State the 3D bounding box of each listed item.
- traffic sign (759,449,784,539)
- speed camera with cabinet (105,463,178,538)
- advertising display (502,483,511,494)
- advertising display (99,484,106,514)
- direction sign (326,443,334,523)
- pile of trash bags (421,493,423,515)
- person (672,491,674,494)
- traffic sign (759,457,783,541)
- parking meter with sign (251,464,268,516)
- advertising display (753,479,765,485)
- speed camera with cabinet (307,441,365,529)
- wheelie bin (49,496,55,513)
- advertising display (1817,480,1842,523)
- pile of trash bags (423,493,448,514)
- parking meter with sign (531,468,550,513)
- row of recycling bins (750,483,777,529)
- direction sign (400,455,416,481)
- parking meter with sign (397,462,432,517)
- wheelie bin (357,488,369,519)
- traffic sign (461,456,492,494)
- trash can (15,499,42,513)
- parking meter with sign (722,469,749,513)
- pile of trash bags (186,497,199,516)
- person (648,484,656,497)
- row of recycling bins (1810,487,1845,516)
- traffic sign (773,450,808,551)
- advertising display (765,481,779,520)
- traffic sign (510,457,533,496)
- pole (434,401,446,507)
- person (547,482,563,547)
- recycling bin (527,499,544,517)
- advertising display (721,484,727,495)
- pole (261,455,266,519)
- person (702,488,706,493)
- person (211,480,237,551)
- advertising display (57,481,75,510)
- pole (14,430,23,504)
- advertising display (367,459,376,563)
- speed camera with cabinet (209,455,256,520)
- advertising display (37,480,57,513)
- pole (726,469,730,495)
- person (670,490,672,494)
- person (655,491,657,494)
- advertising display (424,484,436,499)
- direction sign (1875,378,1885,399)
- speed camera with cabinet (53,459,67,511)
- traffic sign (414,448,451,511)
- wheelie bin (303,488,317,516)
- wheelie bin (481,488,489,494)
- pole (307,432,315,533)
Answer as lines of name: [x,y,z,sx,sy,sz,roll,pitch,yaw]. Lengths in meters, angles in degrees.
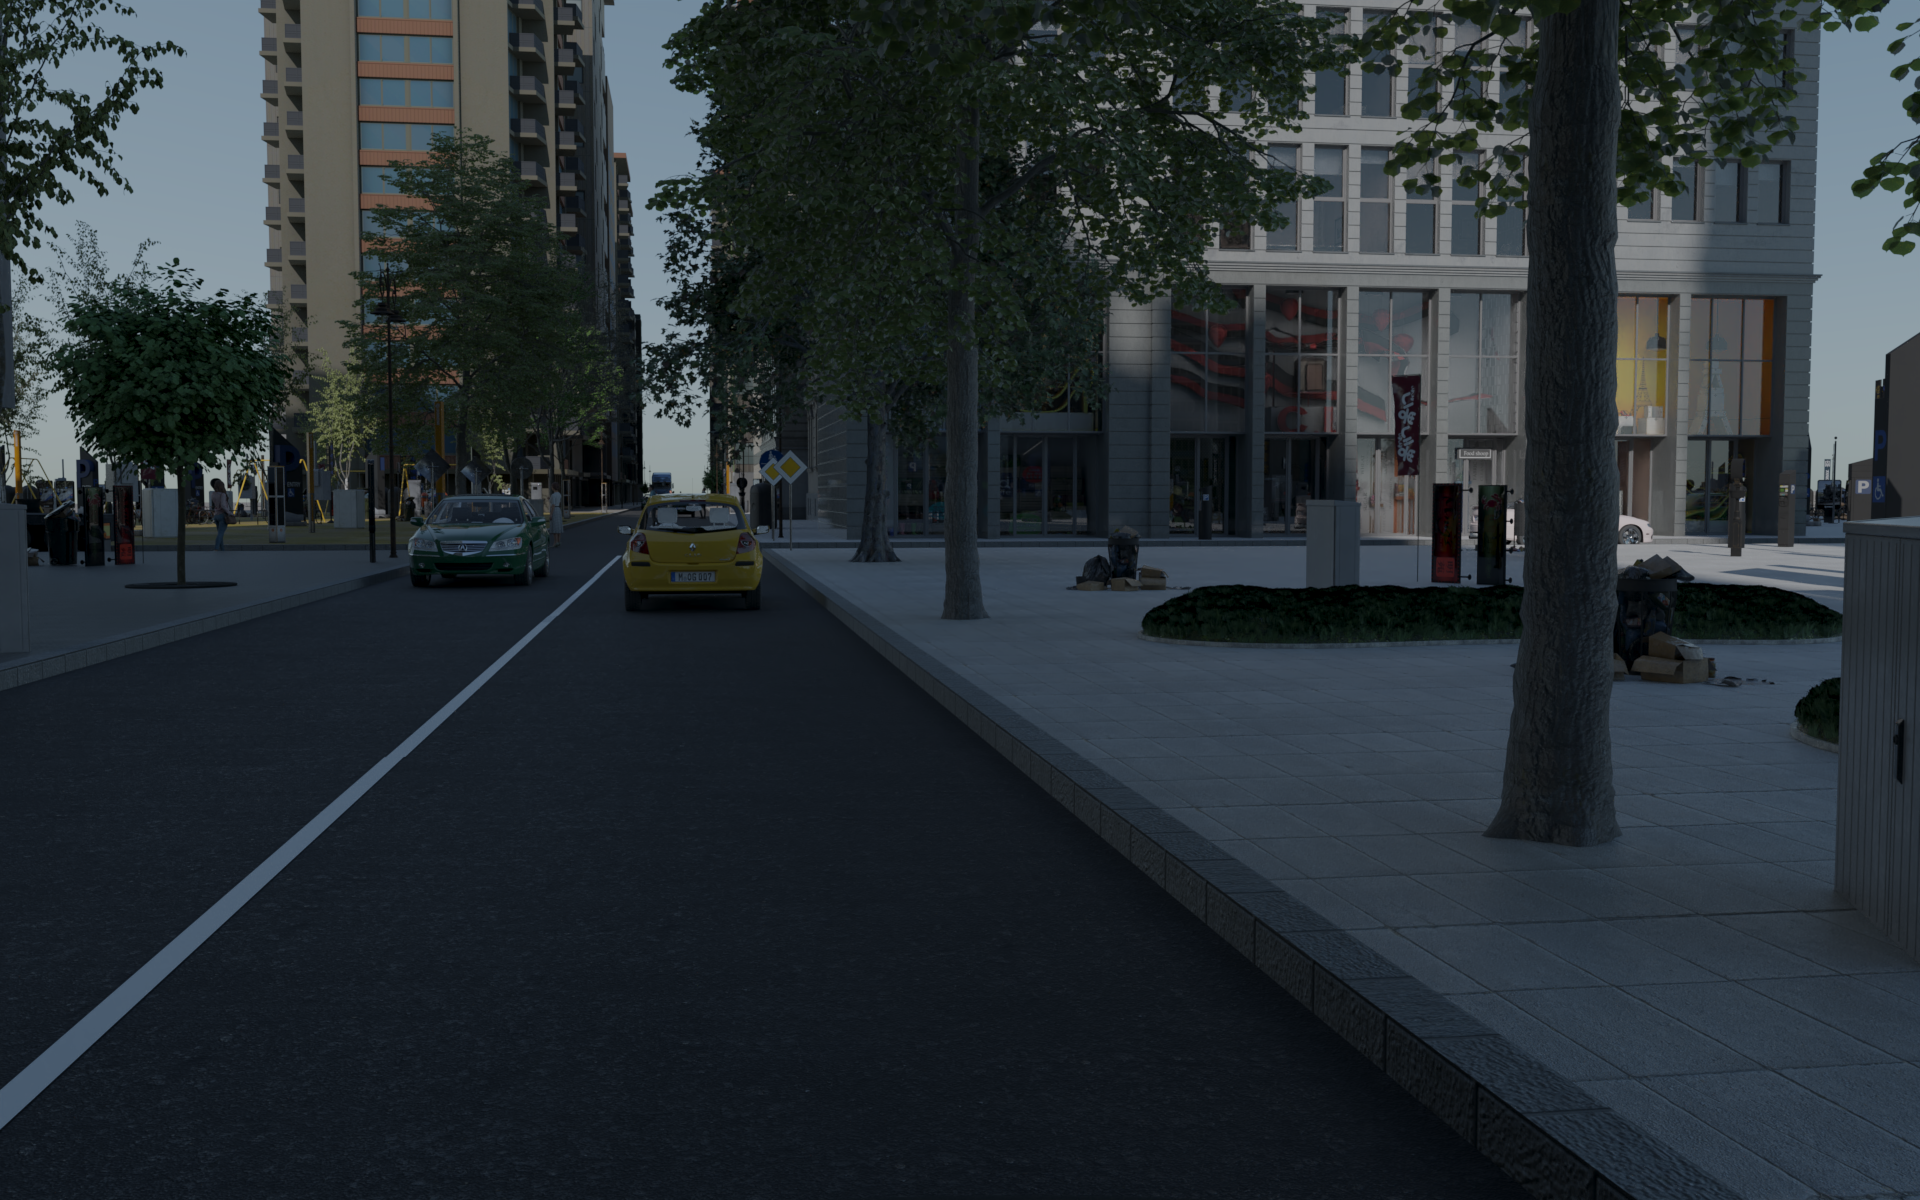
traffic sign: [-5.354,-3.025,49.557,0.768,2.556,0.104,0,4,-1]
speed camera with cabinet: [-23.721,-3.429,50.395,0.660,3.252,2.038,2,4,35]
advertising display: [-27.249,-6.074,104.528,0.974,1.923,0.123,2,4,30]
advertising display: [-55.722,-6.553,112.352,0.123,1.923,0.974,1,4,9]
direction sign: [-27.829,-5.172,76.552,0.379,3.537,0.876,-3,4,-38]
pile of trash bags: [-33.379,-5.987,107.644,1.912,1.369,3.447,-1,4,-22]
person: [-30.097,-10.623,182.634,0.568,1.767,0.683,1,4,17]
traffic sign: [-5.082,-2.663,47.184,0.795,2.450,0.064,-1,4,-9]
parking meter with sign: [-40.451,-6.414,101.135,1.738,3.016,0.543,1,4,12]
advertising display: [-8.433,-4.093,72.129,0.123,1.923,0.974,-1,4,-23]
speed camera with cabinet: [-23.254,-4.293,64.520,2.038,3.252,0.660,1,4,11]
wheelie bin: [-47.217,-4.983,89.373,0.693,1.594,0.980,0,4,0]
advertising display: [38.821,-4.414,77.376,0.974,1.923,0.123,2,4,34]
pile of trash bags: [-28.930,-5.523,100.061,1.912,1.369,3.447,1,4,22]
parking meter with sign: [-28.701,-7.409,117.404,1.738,3.016,0.543,0,4,-7]
row of recycling bins: [-7.342,-3.523,64.714,1.069,1.692,3.534,0,4,-5]
direction sign: [-32.208,-6.676,101.148,0.876,3.537,0.379,-1,4,-11]
parking meter with sign: [-29.833,-6.022,94.723,1.738,3.016,0.543,-1,4,-13]
wheelie bin: [-30.553,-4.953,88.890,0.980,1.594,0.693,0,4,-6]
traffic sign: [-12.835,-2.590,45.993,0.795,2.450,0.064,-1,4,-9]
trash can: [-28.453,-2.525,52.932,0.748,1.137,0.748,0,3,0]
parking meter with sign: [-15.338,-7.475,118.478,1.738,3.016,0.543,1,4,9]
pile of trash bags: [-42.955,-5.161,94.130,3.447,1.369,1.912,0,4,8]
person: [-12.174,-3.704,69.086,0.620,1.820,0.660,0,4,-7]
row of recycling bins: [50.594,-5.715,100.553,3.534,1.692,1.069,1,4,16]
traffic sign: [-3.844,-2.181,39.295,0.795,2.450,0.064,-1,4,-9]
advertising display: [-9.279,-4.896,85.267,0.974,1.923,0.123,-3,4,-37]
traffic sign: [-15.051,-3.635,59.534,0.768,2.556,0.104,0,4,-8]
pole: [-11.472,-2.715,38.235,0.158,3.312,0.155,0,3,0]
person: [-10.945,-2.294,46.573,0.524,1.755,0.480,1,4,12]
recycling bin: [-20.887,-4.443,85.193,0.722,1.027,0.722,-1,4,-20]
advertising display: [-16.160,-6.995,119.585,0.123,1.923,0.974,-1,4,-21]
pole: [-36.357,-5.904,90.370,0.158,3.312,0.155,0,3,0]
person: [-14.974,-5.632,100.770,0.473,1.802,0.592,2,4,34]
person: [-16.936,-1.868,39.636,0.593,1.750,0.643,2,4,29]
advertising display: [-42.940,-4.767,83.147,0.974,1.923,0.123,1,4,13]
pole: [-30.048,-3.758,55.294,0.158,3.312,0.155,0,3,0]
advertising display: [-11.087,-1.678,32.648,0.123,1.923,0.974,-1,4,-19]
speed camera with cabinet: [-35.461,-5.506,84.356,2.038,3.252,0.660,0,4,-6]
advertising display: [-42.700,-4.627,80.866,0.123,1.923,0.974,1,4,9]
pole: [-14.985,-7.219,111.873,0.158,3.312,0.155,0,3,0]
person: [-24.405,-8.391,146.217,0.617,1.759,0.750,0,4,-6]
person: [-30.304,-9.972,172.479,0.756,1.711,0.436,2,4,25]
advertising display: [-35.393,-6.747,115.533,0.974,1.923,0.123,0,4,1]
direction sign: [18.141,-2.579,34.170,0.379,3.537,0.876,1,4,14]
speed camera with cabinet: [-51.198,-6.364,98.392,0.660,3.252,2.038,-2,4,-32]
traffic sign: [-11.597,-2.108,38.104,0.795,2.450,0.064,-1,4,-9]
wheelie bin: [-35.667,-5.328,95.016,0.693,1.594,0.980,1,4,18]
wheelie bin: [-24.358,-4.936,88.610,0.693,1.594,0.980,0,4,-8]
pole: [-21.506,-3.886,57.374,0.158,3.312,0.155,0,3,0]
